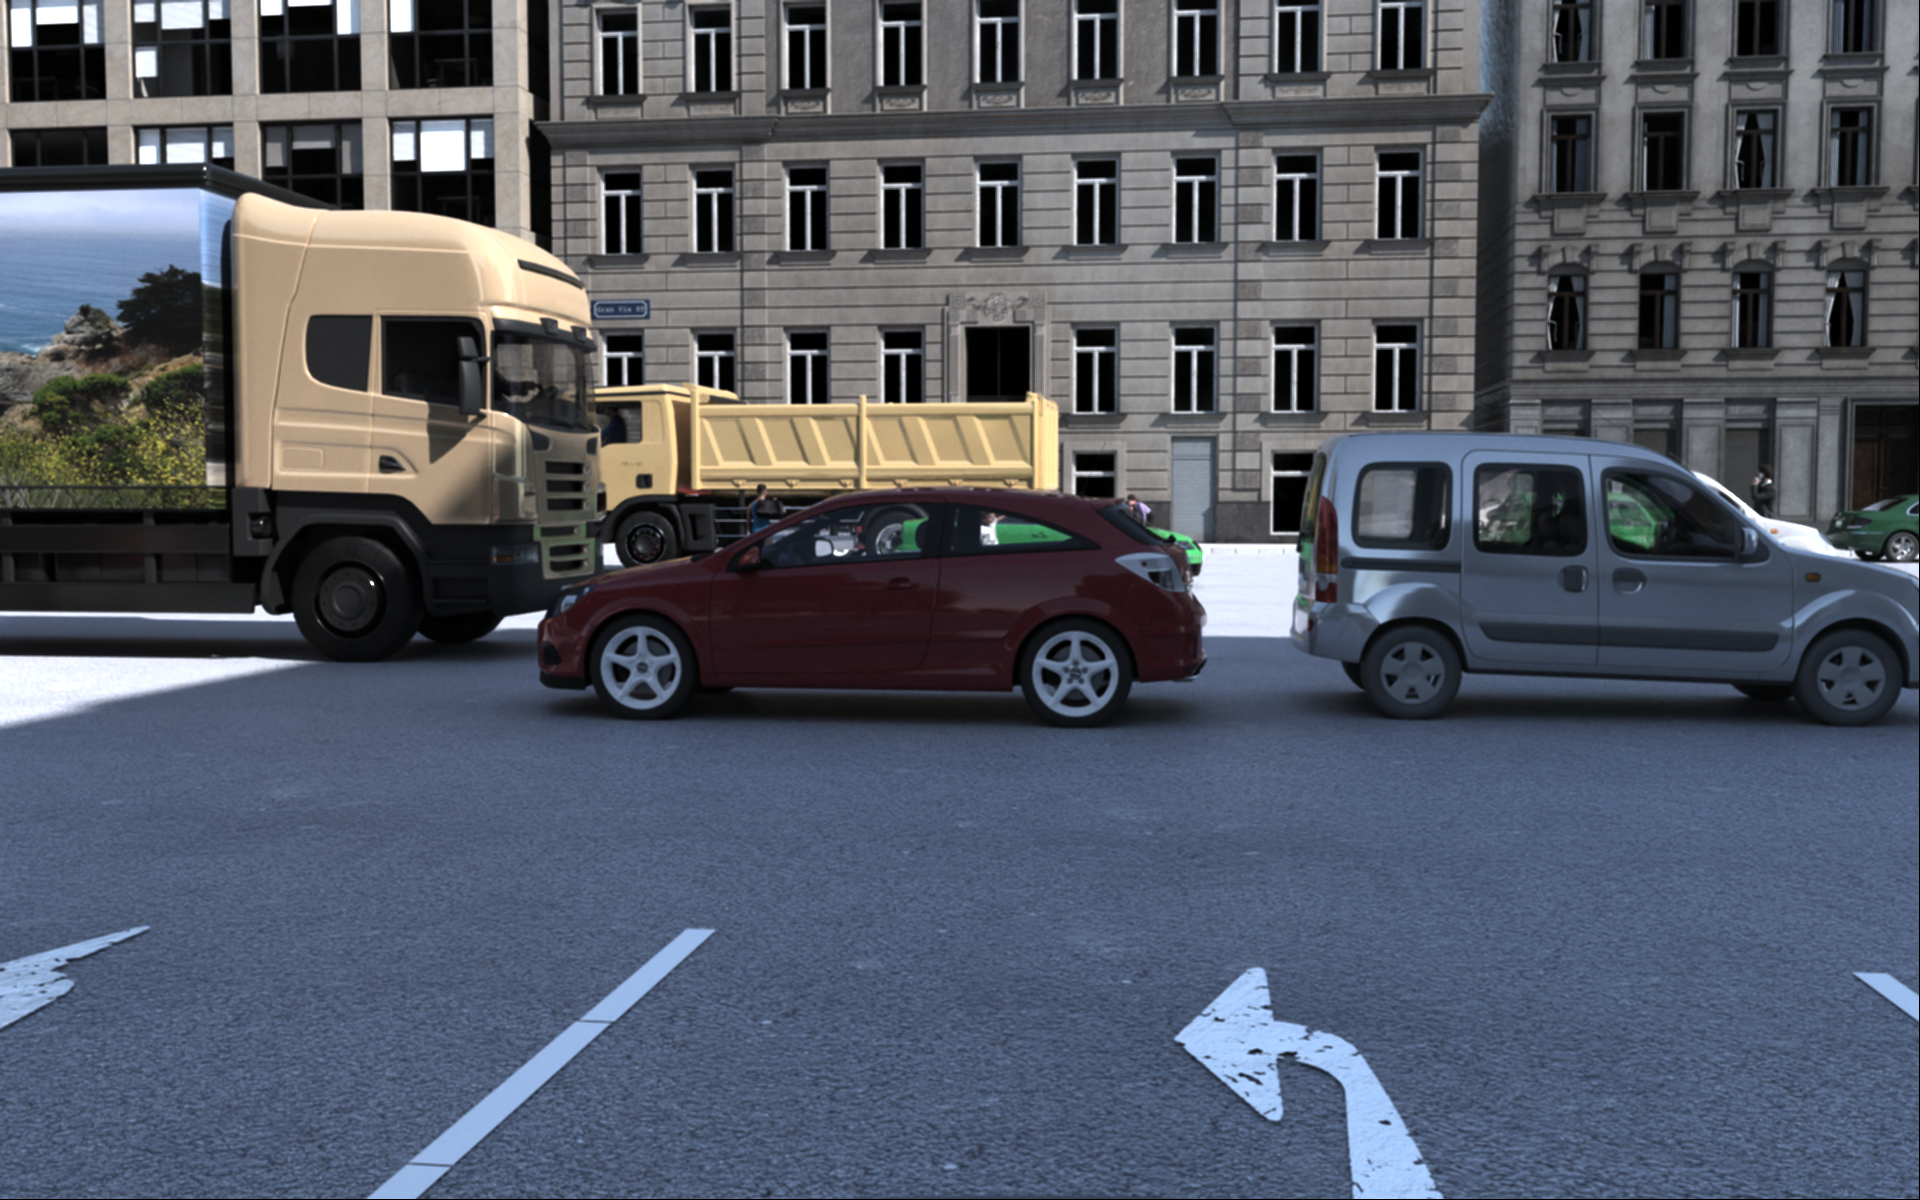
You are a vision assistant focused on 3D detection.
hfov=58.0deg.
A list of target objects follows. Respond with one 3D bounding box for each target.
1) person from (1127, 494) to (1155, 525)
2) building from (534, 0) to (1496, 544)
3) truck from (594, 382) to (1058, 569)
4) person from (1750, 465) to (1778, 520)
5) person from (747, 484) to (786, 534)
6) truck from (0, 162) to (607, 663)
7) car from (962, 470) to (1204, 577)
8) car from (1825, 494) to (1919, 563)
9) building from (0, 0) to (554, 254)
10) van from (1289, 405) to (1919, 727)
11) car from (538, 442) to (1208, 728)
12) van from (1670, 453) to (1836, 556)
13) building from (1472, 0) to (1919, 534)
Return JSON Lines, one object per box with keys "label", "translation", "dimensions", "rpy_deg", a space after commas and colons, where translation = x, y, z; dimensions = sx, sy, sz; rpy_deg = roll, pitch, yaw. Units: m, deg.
{"label": "person", "translation": [4.053, -1.657, 38.831], "dimensions": [0.697, 1.427, 0.421], "rpy_deg": [-2, 4, -30]}
{"label": "building", "translation": [1.740, -15.464, 50.098], "dimensions": [25.104, 27.353, 12.463], "rpy_deg": [0, 4, 8]}
{"label": "truck", "translation": [-3.226, -2.151, 31.094], "dimensions": [9.791, 3.379, 3.469], "rpy_deg": [1, 4, 9]}
{"label": "person", "translation": [12.933, -1.232, 28.009], "dimensions": [0.474, 1.900, 0.648], "rpy_deg": [0, 4, 4]}
{"label": "person", "translation": [-3.120, -1.078, 27.996], "dimensions": [0.647, 1.594, 0.662], "rpy_deg": [0, 4, 1]}
{"label": "truck", "translation": [-8.414, -1.666, 16.152], "dimensions": [11.283, 4.237, 2.839], "rpy_deg": [0, 4, 7]}
{"label": "car", "translation": [1.363, -1.083, 26.506], "dimensions": [4.718, 1.807, 1.959], "rpy_deg": [0, 4, 8]}
{"label": "car", "translation": [21.066, -1.524, 36.709], "dimensions": [4.920, 1.459, 2.131], "rpy_deg": [0, 4, 7]}
{"label": "building", "translation": [-27.197, -15.475, 57.527], "dimensions": [34.151, 26.468, 19.350], "rpy_deg": [0, 4, 8]}
{"label": "van", "translation": [4.302, -0.278, 11.551], "dimensions": [4.112, 2.044, 2.013], "rpy_deg": [0, 4, 7]}
{"label": "car", "translation": [-0.611, -0.156, 11.588], "dimensions": [4.494, 1.783, 2.155], "rpy_deg": [0, 4, 8]}
{"label": "van", "translation": [10.293, -1.088, 24.799], "dimensions": [4.112, 2.044, 2.013], "rpy_deg": [0, 4, 6]}
{"label": "building", "translation": [23.061, -12.030, 45.843], "dimensions": [18.267, 20.994, 9.793], "rpy_deg": [0, 4, 8]}
